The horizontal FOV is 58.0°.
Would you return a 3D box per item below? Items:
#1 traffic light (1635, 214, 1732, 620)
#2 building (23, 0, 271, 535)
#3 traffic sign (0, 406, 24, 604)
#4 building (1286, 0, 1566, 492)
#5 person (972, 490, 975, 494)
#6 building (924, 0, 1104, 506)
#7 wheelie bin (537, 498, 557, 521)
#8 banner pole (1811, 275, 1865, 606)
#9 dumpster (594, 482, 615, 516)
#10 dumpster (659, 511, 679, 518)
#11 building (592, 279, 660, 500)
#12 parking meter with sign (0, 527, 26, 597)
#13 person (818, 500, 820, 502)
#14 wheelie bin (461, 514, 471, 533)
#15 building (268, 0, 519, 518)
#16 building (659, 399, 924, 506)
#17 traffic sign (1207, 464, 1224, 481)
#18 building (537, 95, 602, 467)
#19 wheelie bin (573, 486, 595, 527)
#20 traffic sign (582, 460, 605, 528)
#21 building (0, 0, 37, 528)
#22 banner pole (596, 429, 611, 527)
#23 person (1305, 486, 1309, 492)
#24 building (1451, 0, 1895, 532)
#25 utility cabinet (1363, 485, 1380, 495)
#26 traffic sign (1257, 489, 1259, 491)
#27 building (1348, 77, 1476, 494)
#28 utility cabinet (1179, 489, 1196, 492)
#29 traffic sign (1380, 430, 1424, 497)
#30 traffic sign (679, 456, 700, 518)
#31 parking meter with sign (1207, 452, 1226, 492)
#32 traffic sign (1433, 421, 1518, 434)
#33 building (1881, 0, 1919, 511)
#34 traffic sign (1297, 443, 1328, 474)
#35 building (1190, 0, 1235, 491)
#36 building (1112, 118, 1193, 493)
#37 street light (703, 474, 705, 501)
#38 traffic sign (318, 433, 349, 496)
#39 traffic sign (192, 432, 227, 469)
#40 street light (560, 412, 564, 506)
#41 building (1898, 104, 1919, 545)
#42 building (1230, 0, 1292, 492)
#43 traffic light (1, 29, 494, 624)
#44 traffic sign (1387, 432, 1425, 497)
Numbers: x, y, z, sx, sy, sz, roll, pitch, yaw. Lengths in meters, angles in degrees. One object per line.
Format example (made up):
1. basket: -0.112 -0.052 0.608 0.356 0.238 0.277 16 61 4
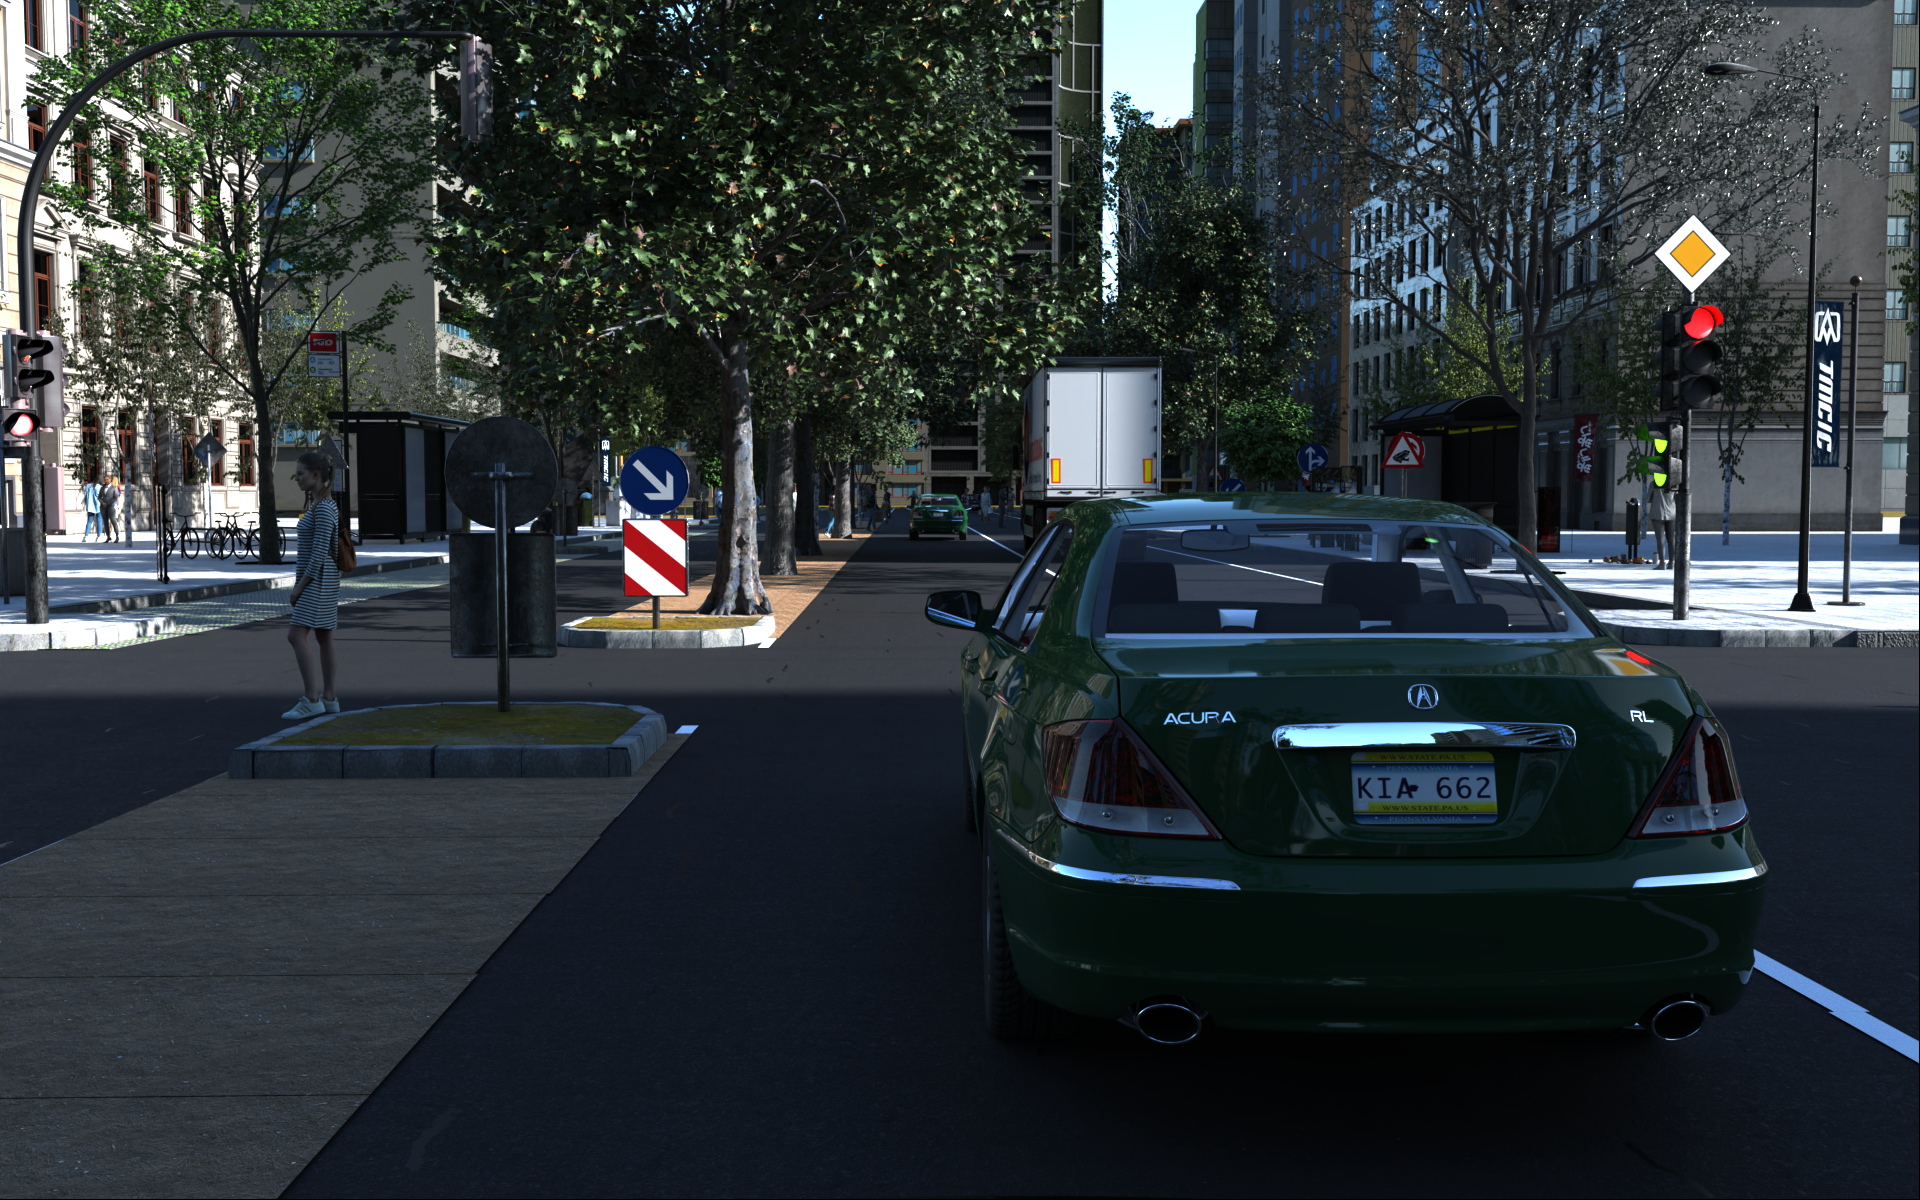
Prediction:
1. traffic light: 7.331 -1.751 17.547 0.839 4.253 0.868 0 4 -2
2. building: -33.068 -13.696 60.089 11.583 22.565 21.152 0 4 -2
3. traffic sign: -11.114 -1.101 20.129 0.606 2.300 0.079 0 4 3
4. building: 28.302 -27.802 104.674 14.600 45.320 14.200 0 4 -2
5. person: 1.222 -8.270 144.427 0.721 1.735 1.217 -3 5 -40
6. building: 6.034 -46.540 199.185 20.611 71.187 20.563 0 4 -2
7. wheelie bin: -16.167 -3.662 67.781 0.980 1.594 0.693 1 4 15
8. banner pole: 10.029 -1.824 19.847 0.863 3.779 0.401 -1 4 -18
9. dumpster: -17.770 -4.867 85.326 1.264 1.857 1.865 0 4 -2
10. dumpster: -15.310 -5.358 90.093 1.502 2.255 1.985 0 4 -2
11. building: -40.697 -25.948 195.946 14.107 30.474 14.160 0 4 -2
12. parking meter with sign: -12.400 -1.529 21.254 0.543 3.016 1.738 3 5 40
13. person: -9.752 -6.338 112.115 1.348 1.826 0.705 -2 4 -23
14. wheelie bin: -15.539 -2.818 53.980 0.693 1.594 0.980 -1 4 -12
15. building: -39.020 -29.247 101.887 21.300 48.544 21.600 0 4 -2
16. building: -18.798 -21.887 202.890 28.899 21.520 27.650 0 4 -2
17. traffic sign: 10.555 -4.399 71.927 0.884 2.594 0.081 0 4 8
18. building: -45.513 -31.885 140.935 30.456 49.044 23.786 0 4 -2
19. wheelie bin: -14.815 -3.688 68.214 0.980 1.594 0.693 2 4 34
20. traffic sign: -14.012 -4.045 66.142 0.884 2.594 0.081 0 4 1
21. building: -32.346 -15.499 39.318 13.634 28.700 20.117 0 4 -2
22. banner pole: -13.776 -4.700 66.860 0.401 3.779 0.863 2 4 34
23. person: 20.319 -5.825 102.068 0.721 1.735 1.217 2 4 25
24. building: 26.698 -13.357 67.534 9.793 20.994 18.267 0 4 -2
25. utility cabinet: 10.614 -2.176 44.255 0.318 1.500 1.173 2 4 32
26. traffic sign: 12.232 -4.346 71.060 0.884 2.594 0.081 0 4 7
27. building: 26.450 -14.088 85.086 10.420 20.320 16.860 0 4 -2
28. utility cabinet: 10.602 -4.310 79.143 1.173 1.500 0.318 2 4 33
29. traffic sign: 9.026 -2.165 35.408 0.884 2.594 0.081 0 4 5
30. traffic sign: -14.971 -6.016 92.241 2.265 3.308 0.079 0 4 6
31. parking meter with sign: 10.229 -4.577 71.088 1.738 3.016 0.543 -2 4 -33
32. traffic sign: 12.341 -2.887 41.079 2.265 3.308 0.079 0 4 1
33. building: 61.440 -33.775 141.452 27.495 52.752 28.713 0 4 -2
34. traffic sign: 8.830 -2.649 43.416 0.768 2.556 0.104 0 4 5
35. building: 26.567 -28.345 147.042 14.154 41.232 14.086 0 4 -2
36. building: 31.202 -33.461 201.712 28.867 44.769 22.147 0 4 -2
37. street light: -12.785 -7.190 90.099 1.470 5.913 1.316 0 4 -2
38. traffic sign: -13.474 -2.263 36.999 0.884 2.594 0.081 0 4 6
39. traffic sign: -15.952 -2.269 36.823 0.795 2.593 0.064 0 4 5
40. street light: -11.758 -4.951 53.484 1.470 5.913 1.316 0 4 -2
41. building: 33.963 -15.376 37.309 20.117 28.700 13.634 0 4 -2
42. building: 30.544 -35.689 125.515 21.231 58.520 28.212 0 4 -2
43. traffic light: -7.035 -2.597 17.136 4.771 5.953 1.251 0 4 -2
44. traffic sign: 9.155 -2.173 35.631 0.768 2.556 0.104 0 4 1
